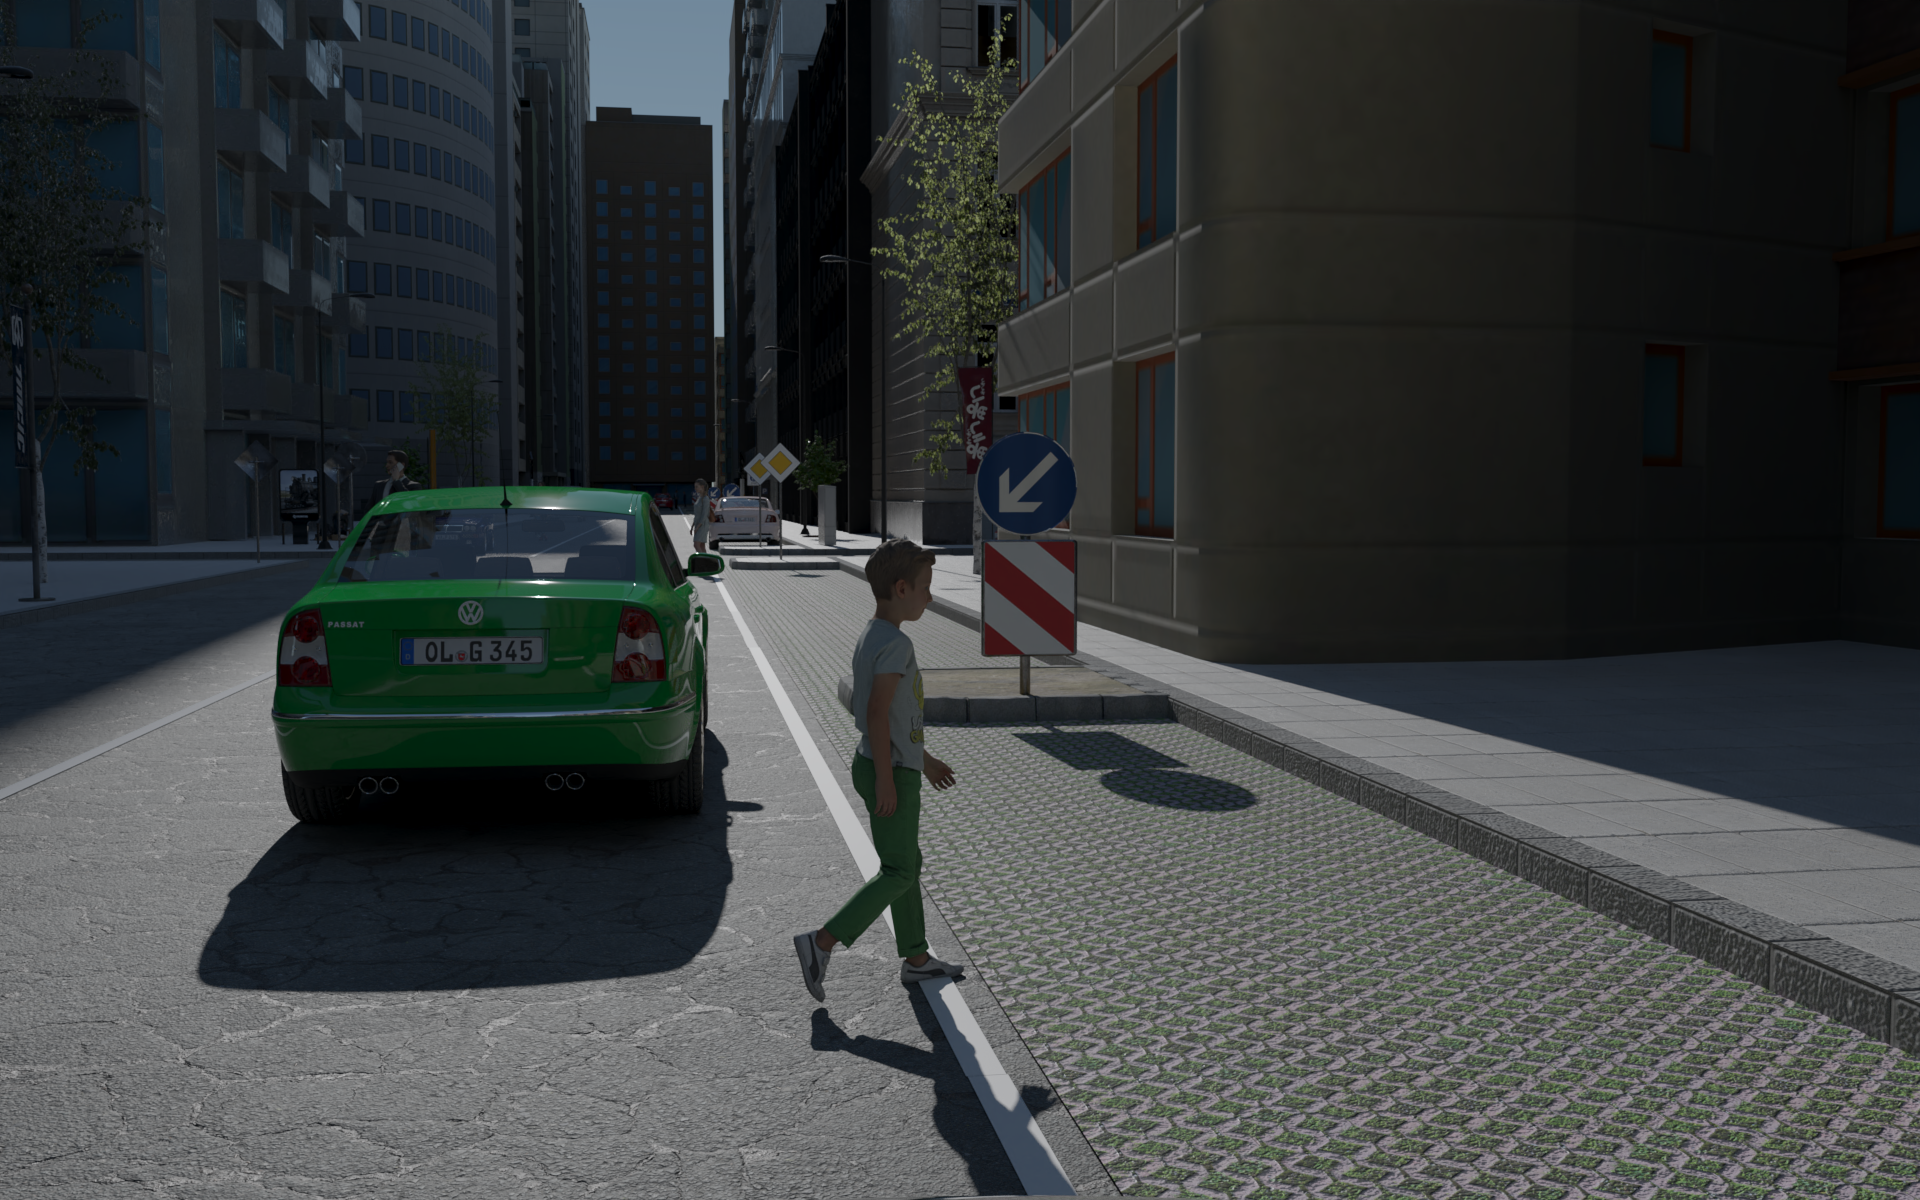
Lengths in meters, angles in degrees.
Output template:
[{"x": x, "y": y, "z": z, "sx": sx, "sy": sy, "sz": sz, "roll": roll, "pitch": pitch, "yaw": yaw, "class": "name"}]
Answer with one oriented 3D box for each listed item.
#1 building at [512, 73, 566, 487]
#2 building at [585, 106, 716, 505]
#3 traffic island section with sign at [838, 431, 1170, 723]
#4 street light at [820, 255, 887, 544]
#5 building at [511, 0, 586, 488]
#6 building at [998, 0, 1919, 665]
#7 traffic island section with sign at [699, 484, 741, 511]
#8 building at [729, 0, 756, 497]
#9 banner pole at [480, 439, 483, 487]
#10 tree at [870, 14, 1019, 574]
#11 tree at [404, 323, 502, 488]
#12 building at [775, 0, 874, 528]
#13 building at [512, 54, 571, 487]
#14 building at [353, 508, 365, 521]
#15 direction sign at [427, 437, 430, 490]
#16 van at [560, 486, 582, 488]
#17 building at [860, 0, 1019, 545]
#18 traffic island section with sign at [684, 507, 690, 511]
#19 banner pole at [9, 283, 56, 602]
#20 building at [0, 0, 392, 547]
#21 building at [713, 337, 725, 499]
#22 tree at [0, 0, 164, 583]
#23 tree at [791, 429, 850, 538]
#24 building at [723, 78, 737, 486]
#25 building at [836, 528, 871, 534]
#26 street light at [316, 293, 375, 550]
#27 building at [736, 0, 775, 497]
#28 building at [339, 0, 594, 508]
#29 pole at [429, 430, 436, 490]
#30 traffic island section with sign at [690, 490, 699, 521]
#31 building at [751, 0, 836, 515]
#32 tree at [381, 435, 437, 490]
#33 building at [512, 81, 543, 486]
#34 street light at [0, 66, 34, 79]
[{"x": -48.140, "y": -27.211, "z": 136.781, "sx": 32.217, "sy": 40.220, "sz": 23.993, "roll": -1, "pitch": 4, "yaw": -9, "class": "building"}, {"x": -36.338, "y": -33.901, "z": 204.387, "sx": 14.200, "sy": 45.320, "sz": 14.600, "roll": -1, "pitch": 4, "yaw": -9, "class": "building"}, {"x": 0.199, "y": -0.191, "z": 11.755, "sx": 1.989, "sy": 1.847, "sz": 2.006, "roll": -1, "pitch": 4, "yaw": -9, "class": "traffic island section with sign"}, {"x": -2.033, "y": -3.757, "z": 33.964, "sx": 1.470, "sy": 5.913, "sz": 1.316, "roll": -1, "pitch": 4, "yaw": -9, "class": "street light"}, {"x": -49.248, "y": -45.068, "z": 175.107, "sx": 20.611, "sy": 71.187, "sz": 20.563, "roll": -1, "pitch": 4, "yaw": -9, "class": "building"}, {"x": 16.476, "y": -10.037, "z": 9.141, "sx": 27.650, "sy": 21.520, "sz": 28.899, "roll": -1, "pitch": 4, "yaw": -9, "class": "building"}, {"x": -8.870, "y": -3.531, "z": 66.358, "sx": 1.989, "sy": 1.847, "sz": 2.006, "roll": -1, "pitch": 4, "yaw": -9, "class": "traffic island section with sign"}, {"x": -13.420, "y": -30.930, "z": 155.815, "sx": 14.600, "sy": 45.320, "sz": 14.200, "roll": -1, "pitch": 4, "yaw": -9, "class": "building"}, {"x": -21.816, "y": -5.444, "z": 79.020, "sx": 0.401, "sy": 3.779, "sz": 0.863, "roll": -1, "pitch": 4, "yaw": -19, "class": "banner pole"}, {"x": 0.414, "y": -4.731, "z": 27.711, "sx": 4.360, "sy": 8.622, "sz": 3.978, "roll": 0, "pitch": 3, "yaw": 0, "class": "tree"}, {"x": -21.440, "y": -7.558, "z": 73.929, "sx": 4.737, "sy": 8.622, "sz": 4.395, "roll": 0, "pitch": 3, "yaw": 0, "class": "tree"}, {"x": -1.818, "y": -15.298, "z": 79.795, "sx": 12.332, "sy": 23.373, "sz": 15.834, "roll": -1, "pitch": 4, "yaw": -9, "class": "building"}, {"x": -43.122, "y": -28.945, "z": 156.845, "sx": 14.154, "sy": 41.232, "sz": 14.086, "roll": -1, "pitch": 4, "yaw": -9, "class": "building"}, {"x": -35.590, "y": -33.569, "z": 90.860, "sx": 21.231, "sy": 58.520, "sz": 28.212, "roll": -1, "pitch": 4, "yaw": -9, "class": "building"}, {"x": -21.288, "y": -4.732, "z": 69.372, "sx": 0.379, "sy": 3.537, "sz": 0.876, "roll": -1, "pitch": 4, "yaw": -16, "class": "direction sign"}, {"x": -20.288, "y": -5.053, "z": 89.628, "sx": 2.013, "sy": 2.044, "sz": 4.112, "roll": -1, "pitch": 4, "yaw": -8, "class": "van"}, {"x": 10.081, "y": -15.469, "z": 50.186, "sx": 25.104, "sy": 27.353, "sz": 12.463, "roll": -1, "pitch": 4, "yaw": -9, "class": "building"}, {"x": -21.527, "y": -8.182, "z": 142.399, "sx": 1.989, "sy": 1.847, "sz": 2.006, "roll": -1, "pitch": 4, "yaw": -9, "class": "traffic island section with sign"}, {"x": -11.048, "y": -1.863, "z": 20.476, "sx": 0.401, "sy": 3.779, "sz": 0.863, "roll": -1, "pitch": 4, "yaw": -11, "class": "banner pole"}, {"x": -31.166, "y": -26.444, "z": 51.976, "sx": 23.786, "sy": 49.044, "sz": 30.456, "roll": -1, "pitch": 4, "yaw": -9, "class": "building"}, {"x": -15.893, "y": -22.680, "z": 215.849, "sx": 28.899, "sy": 21.520, "sz": 27.650, "roll": -1, "pitch": 4, "yaw": -9, "class": "building"}, {"x": -13.266, "y": -4.533, "z": 24.474, "sx": 4.360, "sy": 8.622, "sz": 3.978, "roll": 0, "pitch": 3, "yaw": 0, "class": "tree"}, {"x": -4.330, "y": -3.482, "z": 51.529, "sx": 1.663, "sy": 3.219, "sz": 1.824, "roll": 0, "pitch": 3, "yaw": 0, "class": "tree"}, {"x": -15.547, "y": -29.750, "z": 170.012, "sx": 14.154, "sy": 41.232, "sz": 14.086, "roll": -1, "pitch": 4, "yaw": -9, "class": "building"}, {"x": 1.208, "y": -14.316, "z": 63.751, "sx": 12.332, "sy": 23.373, "sz": 15.834, "roll": -1, "pitch": 4, "yaw": -9, "class": "building"}, {"x": -14.191, "y": -4.129, "z": 40.050, "sx": 1.470, "sy": 5.913, "sz": 1.316, "roll": -1, "pitch": 4, "yaw": -9, "class": "street light"}, {"x": -5.287, "y": -31.489, "z": 134.457, "sx": 23.786, "sy": 49.044, "sz": 30.456, "roll": -1, "pitch": 4, "yaw": -9, "class": "building"}, {"x": -58.046, "y": -40.566, "z": 205.259, "sx": 28.212, "sy": 58.520, "sz": 21.231, "roll": -1, "pitch": 4, "yaw": -9, "class": "building"}, {"x": -16.698, "y": -3.734, "z": 54.896, "sx": 0.158, "sy": 3.312, "sz": 0.155, "roll": 0, "pitch": 3, "yaw": 0, "class": "pole"}, {"x": -13.339, "y": -5.169, "z": 93.141, "sx": 1.989, "sy": 1.847, "sz": 2.006, "roll": -1, "pitch": 4, "yaw": -9, "class": "traffic island section with sign"}, {"x": -5.932, "y": -19.848, "z": 102.007, "sx": 11.434, "sy": 29.767, "sz": 29.804, "roll": -1, "pitch": 4, "yaw": -9, "class": "building"}, {"x": -18.038, "y": -3.814, "z": 56.958, "sx": 1.663, "sy": 3.219, "sz": 1.824, "roll": 0, "pitch": 3, "yaw": 0, "class": "tree"}, {"x": -36.752, "y": -21.284, "z": 119.690, "sx": 14.160, "sy": 30.474, "sz": 14.107, "roll": -1, "pitch": 4, "yaw": -9, "class": "building"}, {"x": -10.757, "y": -2.834, "z": 18.880, "sx": 1.470, "sy": 5.913, "sz": 1.316, "roll": -1, "pitch": 4, "yaw": -9, "class": "street light"}]
